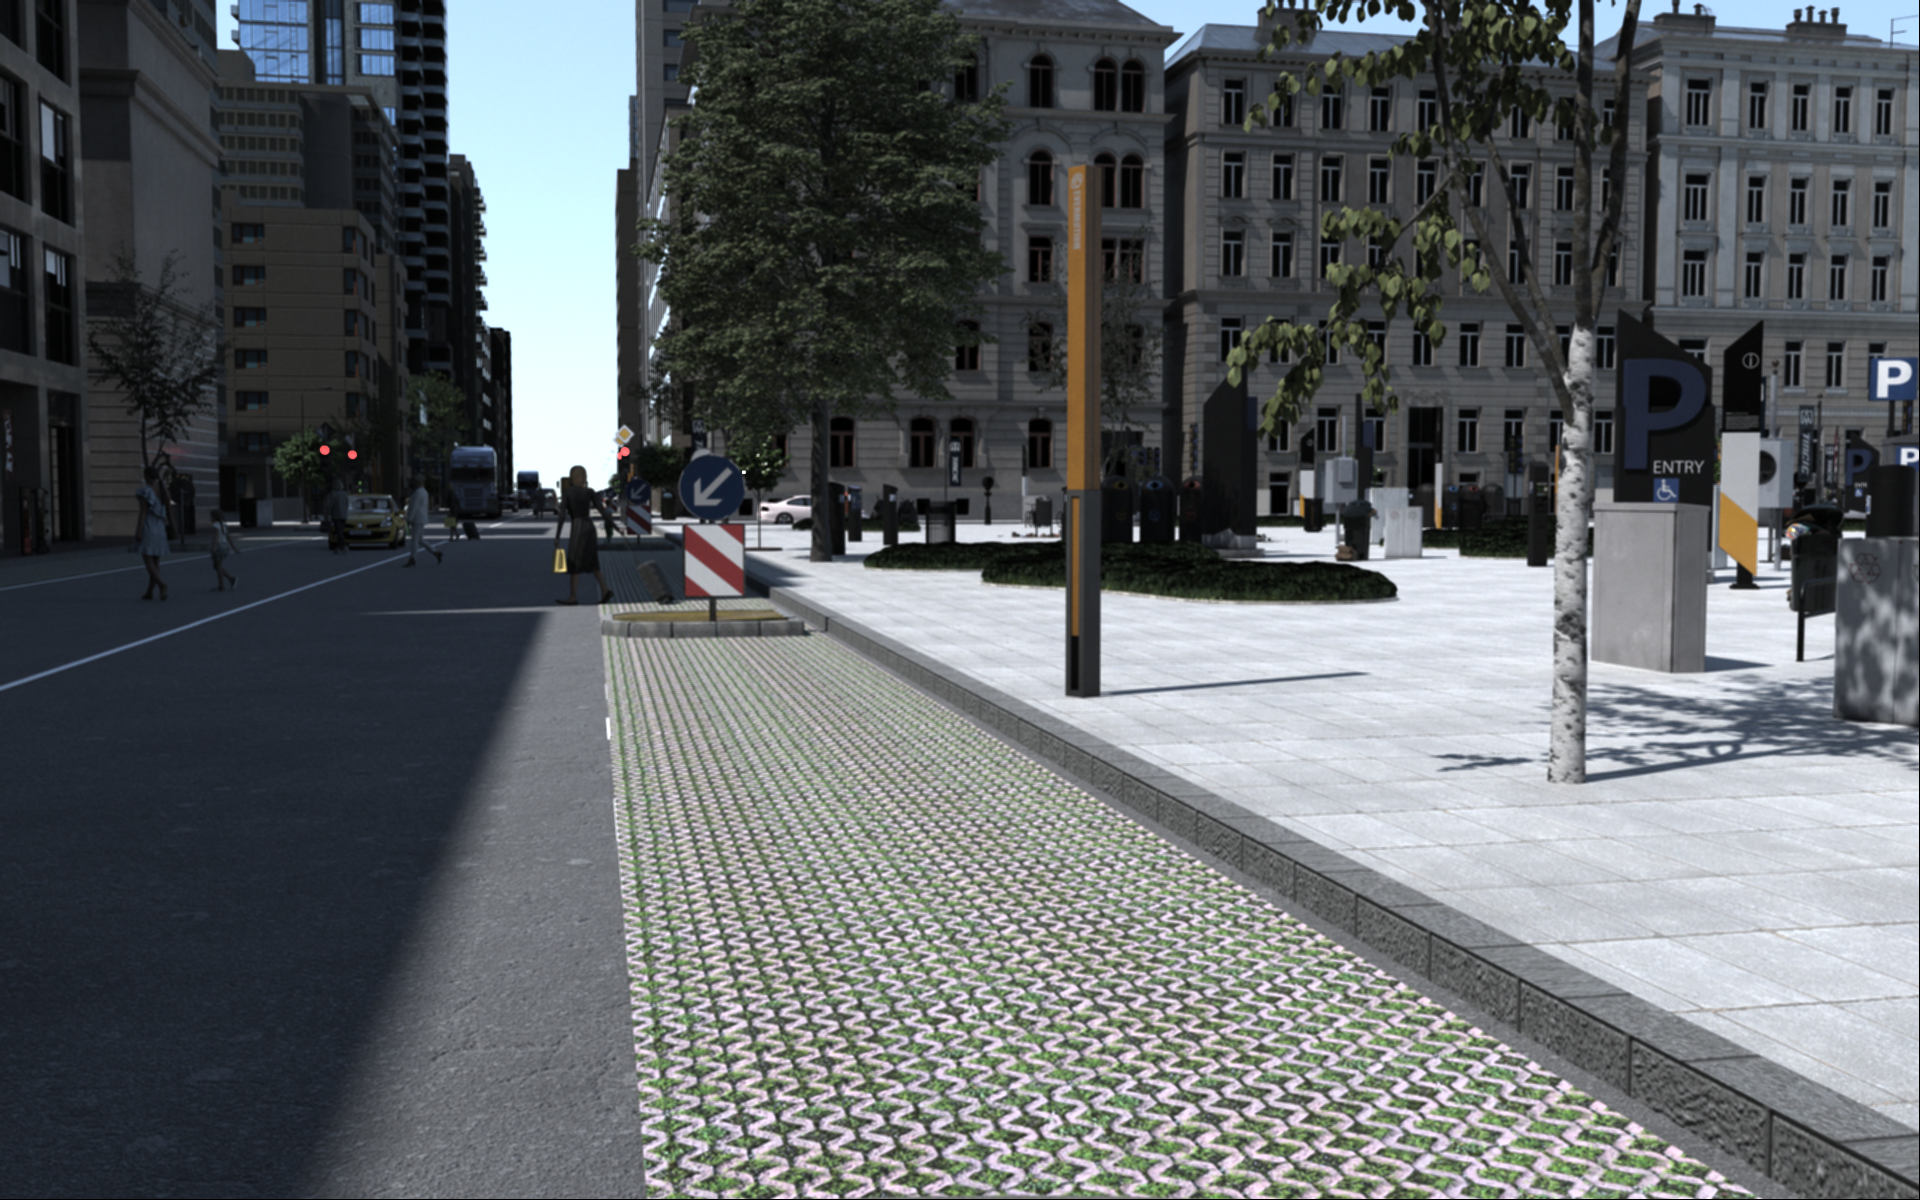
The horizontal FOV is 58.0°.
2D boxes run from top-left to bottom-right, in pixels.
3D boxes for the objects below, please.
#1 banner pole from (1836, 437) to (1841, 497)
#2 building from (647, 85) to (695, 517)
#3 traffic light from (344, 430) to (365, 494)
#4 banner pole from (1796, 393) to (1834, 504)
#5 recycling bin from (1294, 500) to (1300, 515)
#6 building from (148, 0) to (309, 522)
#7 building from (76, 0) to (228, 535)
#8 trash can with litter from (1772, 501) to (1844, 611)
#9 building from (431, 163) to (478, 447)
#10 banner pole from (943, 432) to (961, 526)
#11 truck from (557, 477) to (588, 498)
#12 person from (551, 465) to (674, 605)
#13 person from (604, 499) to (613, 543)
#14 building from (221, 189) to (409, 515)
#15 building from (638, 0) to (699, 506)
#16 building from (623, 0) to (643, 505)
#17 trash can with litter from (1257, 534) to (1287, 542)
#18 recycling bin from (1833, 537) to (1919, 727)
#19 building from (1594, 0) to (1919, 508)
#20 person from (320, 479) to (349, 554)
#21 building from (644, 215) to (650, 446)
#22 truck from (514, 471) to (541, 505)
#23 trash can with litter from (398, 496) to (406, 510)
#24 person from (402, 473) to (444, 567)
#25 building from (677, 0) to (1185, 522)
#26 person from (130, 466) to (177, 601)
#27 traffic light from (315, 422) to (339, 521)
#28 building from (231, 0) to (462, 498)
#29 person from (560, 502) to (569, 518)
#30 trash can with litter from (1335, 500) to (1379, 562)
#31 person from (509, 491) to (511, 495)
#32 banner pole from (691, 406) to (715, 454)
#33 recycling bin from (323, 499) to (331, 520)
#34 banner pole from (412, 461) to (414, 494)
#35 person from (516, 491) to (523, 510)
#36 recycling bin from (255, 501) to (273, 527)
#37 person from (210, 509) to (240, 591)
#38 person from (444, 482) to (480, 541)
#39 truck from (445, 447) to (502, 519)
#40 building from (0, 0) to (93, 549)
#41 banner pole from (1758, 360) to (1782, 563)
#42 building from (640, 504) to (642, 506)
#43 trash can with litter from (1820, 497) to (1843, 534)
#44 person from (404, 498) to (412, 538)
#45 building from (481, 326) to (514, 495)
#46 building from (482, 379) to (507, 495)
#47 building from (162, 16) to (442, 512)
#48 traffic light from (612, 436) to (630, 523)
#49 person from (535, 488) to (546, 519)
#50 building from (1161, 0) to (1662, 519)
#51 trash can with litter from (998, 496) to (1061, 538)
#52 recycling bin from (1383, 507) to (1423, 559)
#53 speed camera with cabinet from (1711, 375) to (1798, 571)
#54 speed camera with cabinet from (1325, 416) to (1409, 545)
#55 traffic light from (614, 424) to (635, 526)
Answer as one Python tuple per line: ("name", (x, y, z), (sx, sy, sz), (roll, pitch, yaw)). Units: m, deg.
("banner pole", (38.385, -5.270, 76.179), (0.863, 3.779, 0.401), (0, 4, -5))
("building", (-10.614, -19.087, 116.588), (19.350, 26.468, 34.151), (-1, 4, -12))
("traffic light", (-26.265, -5.271, 75.097), (0.839, 4.253, 0.868), (-1, 4, -12))
("banner pole", (21.112, -3.240, 42.997), (0.863, 3.779, 0.401), (-1, 4, -18))
("recycling bin", (13.987, -3.554, 70.663), (0.722, 1.027, 0.722), (1, 4, 11))
("building", (-49.385, -23.863, 82.033), (32.217, 40.220, 23.993), (-1, 4, -12))
("building", (-38.165, -13.162, 57.007), (24.055, 21.916, 13.314), (-1, 4, -12))
("trash can with litter", (9.347, -0.474, 19.130), (0.624, 1.170, 1.055), (1, 4, 14))
("building", (-65.645, -32.046, 207.538), (14.154, 41.232, 14.086), (-1, 4, -12))
("banner pole", (-0.344, -4.856, 69.413), (0.863, 3.779, 0.401), (1, 4, 11))
("truck", (-43.319, -12.100, 193.765), (3.469, 3.379, 9.791), (-1, 4, -13))
("person", (-4.504, -0.831, 22.304), (1.509, 1.804, 0.699), (0, 4, 3))
("person", (-9.449, -2.064, 46.487), (0.306, 1.304, 0.590), (1, 4, 9))
("building", (-53.108, -16.632, 116.966), (27.650, 21.520, 28.899), (-1, 4, -12))
("building", (-20.540, -38.358, 169.146), (21.231, 58.520, 28.212), (-1, 4, -12))
("building", (-31.731, -47.556, 215.787), (20.563, 71.187, 20.611), (-1, 4, -12))
("trash can with litter", (8.052, -2.384, 50.042), (2.233, 1.210, 1.678), (-3, 5, -41))
("recycling bin", (5.486, 0.166, 9.837), (0.722, 1.027, 0.722), (-3, 4, -39))
("building", (44.007, -19.041, 97.227), (20.117, 28.700, 13.634), (-1, 4, -12))
("person", (-14.883, -1.997, 41.339), (0.728, 1.800, 0.709), (2, 4, 33))
("building", (-18.929, -21.836, 142.917), (13.634, 28.700, 20.117), (-1, 4, -12))
("truck", (-50.983, -13.195, 205.499), (2.967, 4.110, 18.799), (-1, 4, -12))
("trash can with litter", (-37.407, -6.468, 117.141), (0.624, 1.170, 1.055), (2, 4, 29))
("person", (-10.632, -1.583, 34.256), (0.818, 1.842, 0.514), (-1, 4, -23))
("building", (-2.102, -18.411, 88.406), (23.554, 28.519, 14.401), (-1, 4, -12))
("person", (-10.821, -0.901, 23.331), (0.778, 1.811, 0.616), (3, 5, 40))
("traffic light", (-24.596, -4.793, 67.288), (0.839, 4.253, 0.868), (-1, 4, -12))
("building", (-64.492, -53.226, 182.921), (22.319, 86.520, 31.000), (-1, 4, -12))
("person", (-23.663, -5.794, 103.900), (0.731, 1.740, 0.598), (-3, 4, -36))
("trash can with litter", (7.597, -1.336, 33.229), (0.624, 1.170, 1.055), (2, 4, 30))
("person", (-56.567, -12.806, 217.846), (1.348, 1.831, 0.705), (1, 4, 11))
("banner pole", (-7.214, -3.610, 49.040), (0.863, 3.779, 0.401), (-2, 4, -23))
("recycling bin", (-31.265, -4.509, 86.271), (0.722, 1.027, 0.722), (-2, 4, -30))
("banner pole", (-41.252, -8.600, 130.624), (0.401, 3.779, 0.863), (-2, 4, -25))
("person", (-40.650, -9.211, 159.814), (0.721, 1.736, 1.217), (1, 4, 20))
("recycling bin", (-27.246, -3.358, 67.461), (0.722, 1.027, 0.722), (-3, 4, -38))
("person", (-10.888, -0.737, 25.563), (0.382, 1.210, 0.505), (0, 4, -5))
("person", (-15.424, -2.739, 53.507), (0.699, 1.804, 1.509), (2, 4, 29))
("truck", (-28.994, -7.000, 104.210), (2.967, 4.110, 18.799), (-1, 4, -14))
("building", (-29.676, -13.680, 28.190), (19.350, 26.468, 34.151), (-1, 4, -12))
("banner pole", (15.021, -2.599, 32.509), (0.401, 3.779, 0.863), (-3, 5, -43))
("building", (-20.167, -30.859, 196.424), (32.217, 40.220, 23.993), (-1, 4, -12))
("trash can with litter", (20.144, -1.736, 39.444), (1.678, 1.210, 2.233), (-2, 4, -33))
("person", (-17.836, -2.654, 56.146), (0.306, 1.304, 0.590), (-2, 4, -29))
("building", (-83.489, -31.939, 293.896), (14.160, 30.474, 14.107), (-1, 4, -12))
("building", (-86.081, -26.094, 271.672), (27.650, 21.520, 28.899), (-1, 4, -12))
("building", (-64.180, -28.373, 155.776), (32.217, 40.220, 23.993), (-1, 4, -12))
("traffic light", (-15.157, -5.416, 77.478), (0.839, 4.253, 0.868), (-1, 4, -12))
("person", (-24.395, -5.627, 100.603), (0.635, 1.810, 0.391), (-1, 4, -13))
("building", (22.077, -18.009, 91.706), (25.104, 27.353, 12.463), (-1, 4, -12))
("trash can with litter", (2.214, -2.478, 51.576), (2.233, 1.210, 1.678), (2, 4, 33))
("recycling bin", (8.882, -1.356, 34.732), (0.722, 1.027, 0.722), (1, 4, 11))
("speed camera with cabinet", (12.890, -2.131, 29.181), (0.660, 3.252, 2.038), (-3, 5, -41))
("speed camera with cabinet", (10.373, -3.045, 44.115), (2.038, 3.252, 0.660), (-1, 4, -9))
("traffic light", (-13.488, -4.939, 69.669), (0.839, 4.253, 0.868), (-1, 4, -12))
